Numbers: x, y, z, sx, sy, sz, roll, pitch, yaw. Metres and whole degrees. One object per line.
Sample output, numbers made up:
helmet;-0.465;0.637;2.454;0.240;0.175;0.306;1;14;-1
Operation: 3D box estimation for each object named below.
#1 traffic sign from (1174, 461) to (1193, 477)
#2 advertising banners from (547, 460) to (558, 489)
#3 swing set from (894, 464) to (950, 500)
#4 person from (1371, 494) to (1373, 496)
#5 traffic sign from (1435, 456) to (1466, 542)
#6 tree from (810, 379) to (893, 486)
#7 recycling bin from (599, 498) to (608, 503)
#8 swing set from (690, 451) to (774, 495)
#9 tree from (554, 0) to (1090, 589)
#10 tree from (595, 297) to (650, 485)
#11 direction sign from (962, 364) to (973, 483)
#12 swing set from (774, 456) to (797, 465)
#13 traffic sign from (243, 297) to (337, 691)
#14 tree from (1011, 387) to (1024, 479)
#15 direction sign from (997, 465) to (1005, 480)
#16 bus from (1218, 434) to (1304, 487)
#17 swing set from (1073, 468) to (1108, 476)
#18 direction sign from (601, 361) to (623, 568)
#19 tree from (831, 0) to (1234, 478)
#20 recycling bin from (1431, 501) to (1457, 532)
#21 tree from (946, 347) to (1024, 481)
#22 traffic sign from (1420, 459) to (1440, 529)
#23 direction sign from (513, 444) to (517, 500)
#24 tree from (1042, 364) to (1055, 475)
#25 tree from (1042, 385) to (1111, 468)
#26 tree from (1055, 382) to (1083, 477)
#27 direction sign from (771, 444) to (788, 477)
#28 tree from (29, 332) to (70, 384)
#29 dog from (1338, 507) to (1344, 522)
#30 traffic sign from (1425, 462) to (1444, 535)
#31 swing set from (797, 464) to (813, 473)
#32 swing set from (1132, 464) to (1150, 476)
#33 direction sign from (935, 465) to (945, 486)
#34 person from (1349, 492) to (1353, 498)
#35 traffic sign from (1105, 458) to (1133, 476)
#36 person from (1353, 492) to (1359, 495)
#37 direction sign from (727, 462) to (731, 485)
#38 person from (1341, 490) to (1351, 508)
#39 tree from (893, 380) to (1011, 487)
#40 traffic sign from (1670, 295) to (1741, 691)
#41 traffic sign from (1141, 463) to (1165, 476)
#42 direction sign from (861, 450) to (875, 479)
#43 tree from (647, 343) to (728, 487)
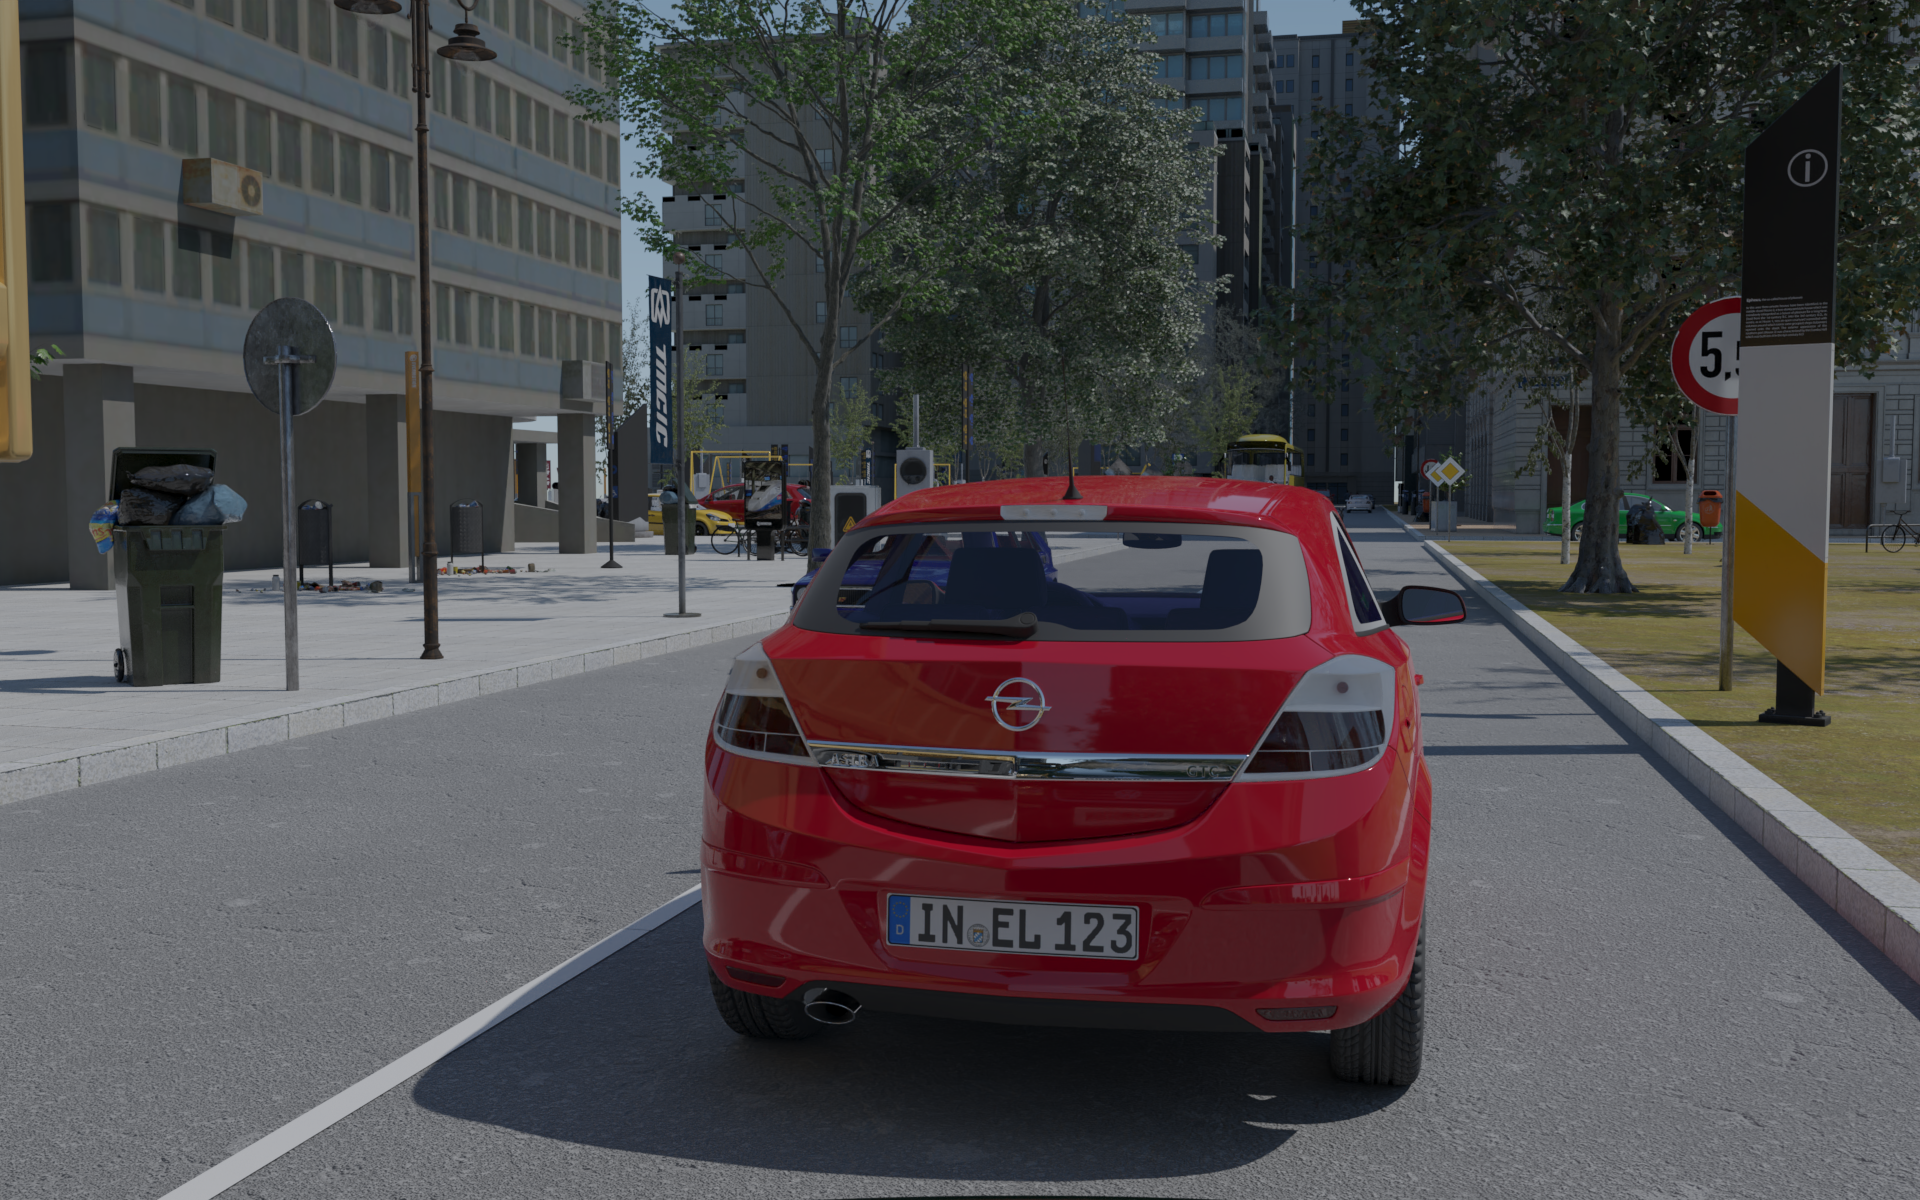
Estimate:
traffic sign;8.469;-4.030;65.998;0.768;2.556;0.104;1;4;21
advertising banners;-20.731;-5.720;89.716;2.074;3.025;0.090;-3;5;-43
swing set;-2.083;-5.668;90.294;3.119;2.851;2.862;0;4;-1
person;40.783;-9.812;172.163;0.421;1.427;0.697;-2;4;-31
traffic sign;13.075;-2.606;46.248;0.795;2.450;0.064;1;4;13
tree;-7.173;-9.801;110.600;4.737;8.622;4.395;0;3;0
recycling bin;-20.476;-5.277;98.831;0.722;1.027;0.722;3;5;44
swing set;-8.490;-4.015;63.269;3.119;2.851;2.862;0;4;-5
tree;-1.797;-5.978;23.497;9.928;11.665;9.643;0;3;0
tree;-12.820;-6.966;64.256;4.360;8.622;3.978;0;3;0
direction sign;0.132;-2.359;30.574;0.379;3.537;0.876;1;4;12
swing set;-8.858;-4.527;71.644;3.119;2.851;2.862;1;4;16
traffic sign;-4.359;-0.681;11.233;0.768;2.556;0.104;1;4;22
tree;3.188;-9.777;110.208;4.737;8.622;4.395;0;3;0
direction sign;3.151;-8.690;134.079;0.876;3.537;0.379;-3;4;-38
bus;13.234;-5.094;74.835;2.896;3.916;12.252;1;4;15
swing set;8.227;-6.400;102.265;3.119;2.851;2.862;0;4;5
direction sign;-6.040;-2.320;29.929;0.379;3.537;0.876;0;4;-5
tree;1.659;-8.203;40.780;9.857;13.997;8.962;0;3;0
recycling bin;16.541;-2.852;59.180;0.722;1.027;0.722;0;4;2
tree;1.120;-7.934;80.079;4.360;8.622;3.978;0;3;0
traffic sign;17.047;-3.828;62.696;0.768;2.556;0.104;1;4;19
direction sign;-17.723;-4.699;68.829;0.379;3.537;0.876;3;5;41
tree;5.549;-8.629;91.454;4.360;8.622;3.978;0;3;0
tree;7.662;-9.544;106.404;4.737;8.622;4.395;0;3;0
tree;7.245;-7.980;80.836;4.360;8.622;3.978;0;3;0
direction sign;-8.207;-5.315;78.902;0.876;3.537;0.379;1;4;23
tree;-6.406;-0.944;10.032;1.663;3.219;1.824;0;3;0
dog;17.969;-3.949;81.409;0.513;0.831;0.800;3;5;42
traffic sign;14.895;-3.081;54.023;0.795;2.450;0.064;1;4;13
swing set;-8.611;-5.681;90.507;3.119;2.851;2.862;0;4;-6
swing set;9.794;-5.665;90.236;2.862;2.851;3.119;0;4;7
direction sign;-1.522;-8.588;132.418;0.876;3.537;0.379;-1;4;-23
person;43.467;-11.160;192.430;0.415;1.643;0.593;-3;4;-37
traffic sign;4.418;-2.731;48.288;0.795;2.450;0.064;1;4;13
person;40.497;-10.218;177.034;0.593;1.643;0.415;1;4;13
direction sign;-16.574;-8.092;124.294;0.379;3.537;0.876;1;4;11
person;40.299;-10.503;180.203;1.348;1.826;0.705;-1;4;-15
tree;-0.477;-9.102;99.175;4.737;8.622;4.395;0;3;0
traffic sign;4.997;-0.680;11.229;0.768;2.556;0.104;1;4;22
traffic sign;6.239;-3.206;56.063;0.795;2.450;0.064;1;4;13
direction sign;-4.738;-5.950;89.287;0.876;3.537;0.379;2;4;34
tree;-13.667;-8.257;85.363;4.737;8.622;4.395;0;3;0
